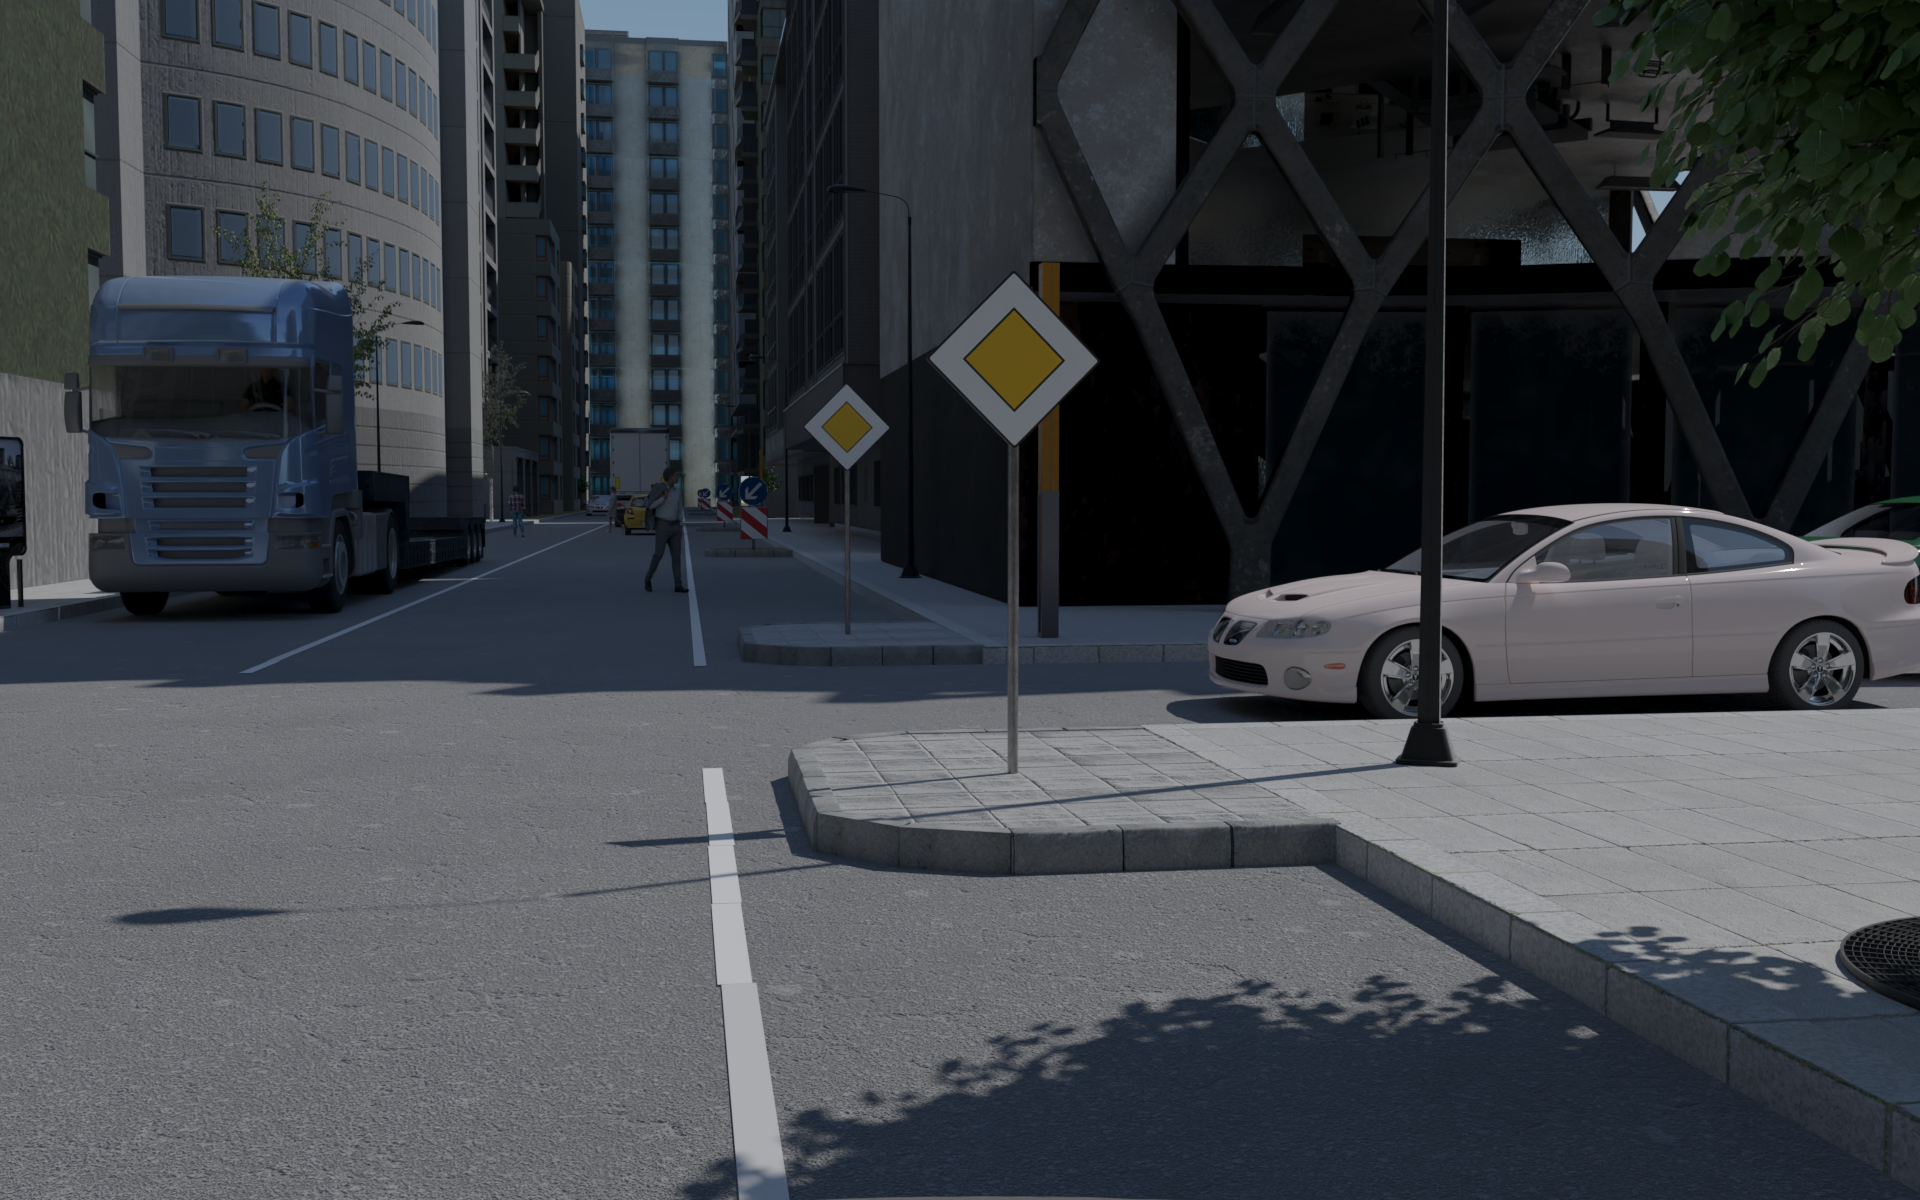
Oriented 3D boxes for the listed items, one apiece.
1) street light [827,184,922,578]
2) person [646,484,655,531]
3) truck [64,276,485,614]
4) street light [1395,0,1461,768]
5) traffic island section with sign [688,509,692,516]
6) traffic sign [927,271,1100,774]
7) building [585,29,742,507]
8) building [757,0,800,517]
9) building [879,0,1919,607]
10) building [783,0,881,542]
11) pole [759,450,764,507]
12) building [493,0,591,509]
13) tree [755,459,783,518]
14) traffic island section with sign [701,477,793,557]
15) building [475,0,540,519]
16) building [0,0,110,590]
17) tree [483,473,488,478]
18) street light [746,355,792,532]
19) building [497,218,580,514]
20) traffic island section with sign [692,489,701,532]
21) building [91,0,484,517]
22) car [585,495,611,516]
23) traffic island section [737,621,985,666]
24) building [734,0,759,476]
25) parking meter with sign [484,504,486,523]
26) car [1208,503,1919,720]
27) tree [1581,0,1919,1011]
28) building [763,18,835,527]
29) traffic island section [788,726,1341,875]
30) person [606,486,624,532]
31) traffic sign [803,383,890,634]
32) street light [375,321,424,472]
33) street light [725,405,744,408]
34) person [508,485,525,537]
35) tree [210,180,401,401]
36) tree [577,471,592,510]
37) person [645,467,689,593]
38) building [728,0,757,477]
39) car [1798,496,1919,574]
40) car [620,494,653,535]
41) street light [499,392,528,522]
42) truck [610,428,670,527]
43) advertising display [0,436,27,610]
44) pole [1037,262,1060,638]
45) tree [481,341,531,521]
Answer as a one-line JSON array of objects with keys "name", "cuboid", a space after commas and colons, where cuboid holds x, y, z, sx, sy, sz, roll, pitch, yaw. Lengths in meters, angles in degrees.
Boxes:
[{"name": "street light", "cuboid": [-1.297, -3.285, 26.244, 1.470, 5.913, 1.316, -1, 4, -9]}, {"name": "person", "cuboid": [-11.904, -3.563, 66.769, 0.660, 1.820, 0.620, 0, 4, 3]}, {"name": "truck", "cuboid": [-9.830, -2.316, 27.618, 2.967, 4.110, 18.799, -1, 4, -9]}, {"name": "street light", "cuboid": [1.707, -2.171, 8.034, 1.470, 5.913, 1.316, -1, 4, -9]}, {"name": "traffic island section with sign", "cuboid": [-17.192, -6.587, 116.330, 1.989, 1.847, 2.006, -1, 4, -9]}, {"name": "traffic sign", "cuboid": [0.240, -0.260, 7.901, 0.795, 2.450, 0.064, -1, 4, -9]}, {"name": "building", "cuboid": [-37.482, -34.375, 181.642, 30.456, 49.044, 23.786, -1, 4, -9]}, {"name": "building", "cuboid": [-4.961, -20.248, 102.749, 14.160, 30.474, 14.107, -1, 4, -9]}, {"name": "building", "cuboid": [8.069, -9.666, 25.494, 16.811, 18.784, 16.820, -1, 4, -9]}, {"name": "building", "cuboid": [2.758, -15.621, 48.918, 14.314, 27.812, 24.014, -1, 4, -9]}, {"name": "pole", "cuboid": [-9.159, -5.270, 80.007, 0.158, 3.312, 0.155, 0, 3, 0]}, {"name": "building", "cuboid": [-43.869, -32.279, 151.456, 21.600, 48.544, 21.300, -1, 4, -9]}, {"name": "tree", "cuboid": [-10.420, -6.033, 93.240, 1.663, 3.219, 1.824, 0, 3, 0]}, {"name": "traffic island section with sign", "cuboid": [-4.925, -1.929, 40.160, 1.989, 1.847, 2.006, -1, 4, -9]}, {"name": "building", "cuboid": [-34.565, -40.202, 95.557, 20.563, 71.187, 20.611, -1, 4, -9]}, {"name": "building", "cuboid": [-19.251, -15.115, 18.834, 14.160, 30.474, 14.107, -1, 4, -9]}, {"name": "tree", "cuboid": [-21.570, -4.941, 75.383, 1.663, 3.219, 1.824, 0, 3, 0]}, {"name": "street light", "cuboid": [-6.379, -5.240, 58.215, 1.470, 5.913, 1.316, -1, 4, -9]}, {"name": "building", "cuboid": [-41.672, -16.894, 121.253, 27.650, 21.520, 28.899, -1, 4, -9]}, {"name": "traffic island section with sign", "cuboid": [-9.204, -3.556, 66.775, 1.989, 1.847, 2.006, -1, 4, -9]}, {"name": "building", "cuboid": [-28.556, -31.503, 57.066, 21.231, 58.520, 28.212, -1, 4, -9]}, {"name": "car", "cuboid": [-23.884, -6.294, 115.264, 2.083, 1.381, 4.827, -1, 4, -10]}, {"name": "traffic island section", "cuboid": [-1.008, 0.392, 15.865, 2.009, 0.180, 2.903, -1, 4, -9]}, {"name": "building", "cuboid": [-4.763, -28.723, 124.251, 22.147, 44.769, 28.867, -1, 4, -9]}, {"name": "parking meter with sign", "cuboid": [-22.064, -5.021, 78.357, 1.738, 3.016, 0.543, 3, 5, 42]}, {"name": "car", "cuboid": [4.072, 0.037, 11.761, 4.827, 1.381, 2.083, -1, 4, -11]}, {"name": "tree", "cuboid": [3.139, -1.264, 4.380, 4.285, 4.588, 4.351, 0, 3, 0]}, {"name": "building", "cuboid": [-0.748, -15.708, 75.894, 14.314, 24.678, 30.058, -1, 4, -9]}, {"name": "traffic island section", "cuboid": [0.262, 0.875, 7.981, 2.009, 0.180, 2.903, -1, 4, -9]}, {"name": "person", "cuboid": [-12.984, -3.412, 65.040, 0.466, 1.731, 0.760, 3, 5, 42]}, {"name": "traffic sign", "cuboid": [-1.030, -0.743, 15.784, 0.795, 2.450, 0.064, -1, 4, -9]}, {"name": "street light", "cuboid": [-15.026, -4.518, 46.410, 1.470, 5.913, 1.316, -1, 4, -9]}, {"name": "street light", "cuboid": [-11.516, -7.195, 90.177, 1.470, 5.913, 1.316, -1, 4, -9]}, {"name": "person", "cuboid": [-14.728, -2.949, 57.560, 0.563, 1.720, 0.643, -1, 4, -18]}, {"name": "tree", "cuboid": [-15.838, -5.584, 41.658, 4.737, 8.622, 4.395, 0, 3, 0]}, {"name": "tree", "cuboid": [-30.839, -8.937, 140.726, 1.663, 3.219, 1.824, 0, 3, 0]}, {"name": "person", "cuboid": [-4.314, -1.020, 25.280, 0.850, 1.850, 0.679, 3, 4, 38]}, {"name": "building", "cuboid": [-6.538, -34.493, 153.194, 28.713, 52.752, 27.495, -1, 4, -9]}, {"name": "car", "cuboid": [8.821, -0.151, 14.264, 4.920, 1.459, 2.131, -1, 4, -11]}, {"name": "car", "cuboid": [-11.093, -3.151, 61.745, 2.015, 1.641, 3.980, -1, 4, -10]}, {"name": "street light", "cuboid": [-20.248, -6.482, 78.525, 1.470, 5.913, 1.316, -1, 4, -9]}, {"name": "truck", "cuboid": [-14.433, -5.497, 78.782, 2.839, 4.237, 11.283, -1, 4, -9]}, {"name": "advertising display", "cuboid": [-10.704, -0.854, 19.181, 0.123, 1.923, 0.974, 0, 4, 6]}, {"name": "pole", "cuboid": [0.788, -1.319, 15.406, 0.158, 3.312, 0.155, 0, 3, 0]}, {"name": "tree", "cuboid": [-22.612, -8.080, 82.475, 4.360, 8.622, 3.978, 0, 3, 0]}]
